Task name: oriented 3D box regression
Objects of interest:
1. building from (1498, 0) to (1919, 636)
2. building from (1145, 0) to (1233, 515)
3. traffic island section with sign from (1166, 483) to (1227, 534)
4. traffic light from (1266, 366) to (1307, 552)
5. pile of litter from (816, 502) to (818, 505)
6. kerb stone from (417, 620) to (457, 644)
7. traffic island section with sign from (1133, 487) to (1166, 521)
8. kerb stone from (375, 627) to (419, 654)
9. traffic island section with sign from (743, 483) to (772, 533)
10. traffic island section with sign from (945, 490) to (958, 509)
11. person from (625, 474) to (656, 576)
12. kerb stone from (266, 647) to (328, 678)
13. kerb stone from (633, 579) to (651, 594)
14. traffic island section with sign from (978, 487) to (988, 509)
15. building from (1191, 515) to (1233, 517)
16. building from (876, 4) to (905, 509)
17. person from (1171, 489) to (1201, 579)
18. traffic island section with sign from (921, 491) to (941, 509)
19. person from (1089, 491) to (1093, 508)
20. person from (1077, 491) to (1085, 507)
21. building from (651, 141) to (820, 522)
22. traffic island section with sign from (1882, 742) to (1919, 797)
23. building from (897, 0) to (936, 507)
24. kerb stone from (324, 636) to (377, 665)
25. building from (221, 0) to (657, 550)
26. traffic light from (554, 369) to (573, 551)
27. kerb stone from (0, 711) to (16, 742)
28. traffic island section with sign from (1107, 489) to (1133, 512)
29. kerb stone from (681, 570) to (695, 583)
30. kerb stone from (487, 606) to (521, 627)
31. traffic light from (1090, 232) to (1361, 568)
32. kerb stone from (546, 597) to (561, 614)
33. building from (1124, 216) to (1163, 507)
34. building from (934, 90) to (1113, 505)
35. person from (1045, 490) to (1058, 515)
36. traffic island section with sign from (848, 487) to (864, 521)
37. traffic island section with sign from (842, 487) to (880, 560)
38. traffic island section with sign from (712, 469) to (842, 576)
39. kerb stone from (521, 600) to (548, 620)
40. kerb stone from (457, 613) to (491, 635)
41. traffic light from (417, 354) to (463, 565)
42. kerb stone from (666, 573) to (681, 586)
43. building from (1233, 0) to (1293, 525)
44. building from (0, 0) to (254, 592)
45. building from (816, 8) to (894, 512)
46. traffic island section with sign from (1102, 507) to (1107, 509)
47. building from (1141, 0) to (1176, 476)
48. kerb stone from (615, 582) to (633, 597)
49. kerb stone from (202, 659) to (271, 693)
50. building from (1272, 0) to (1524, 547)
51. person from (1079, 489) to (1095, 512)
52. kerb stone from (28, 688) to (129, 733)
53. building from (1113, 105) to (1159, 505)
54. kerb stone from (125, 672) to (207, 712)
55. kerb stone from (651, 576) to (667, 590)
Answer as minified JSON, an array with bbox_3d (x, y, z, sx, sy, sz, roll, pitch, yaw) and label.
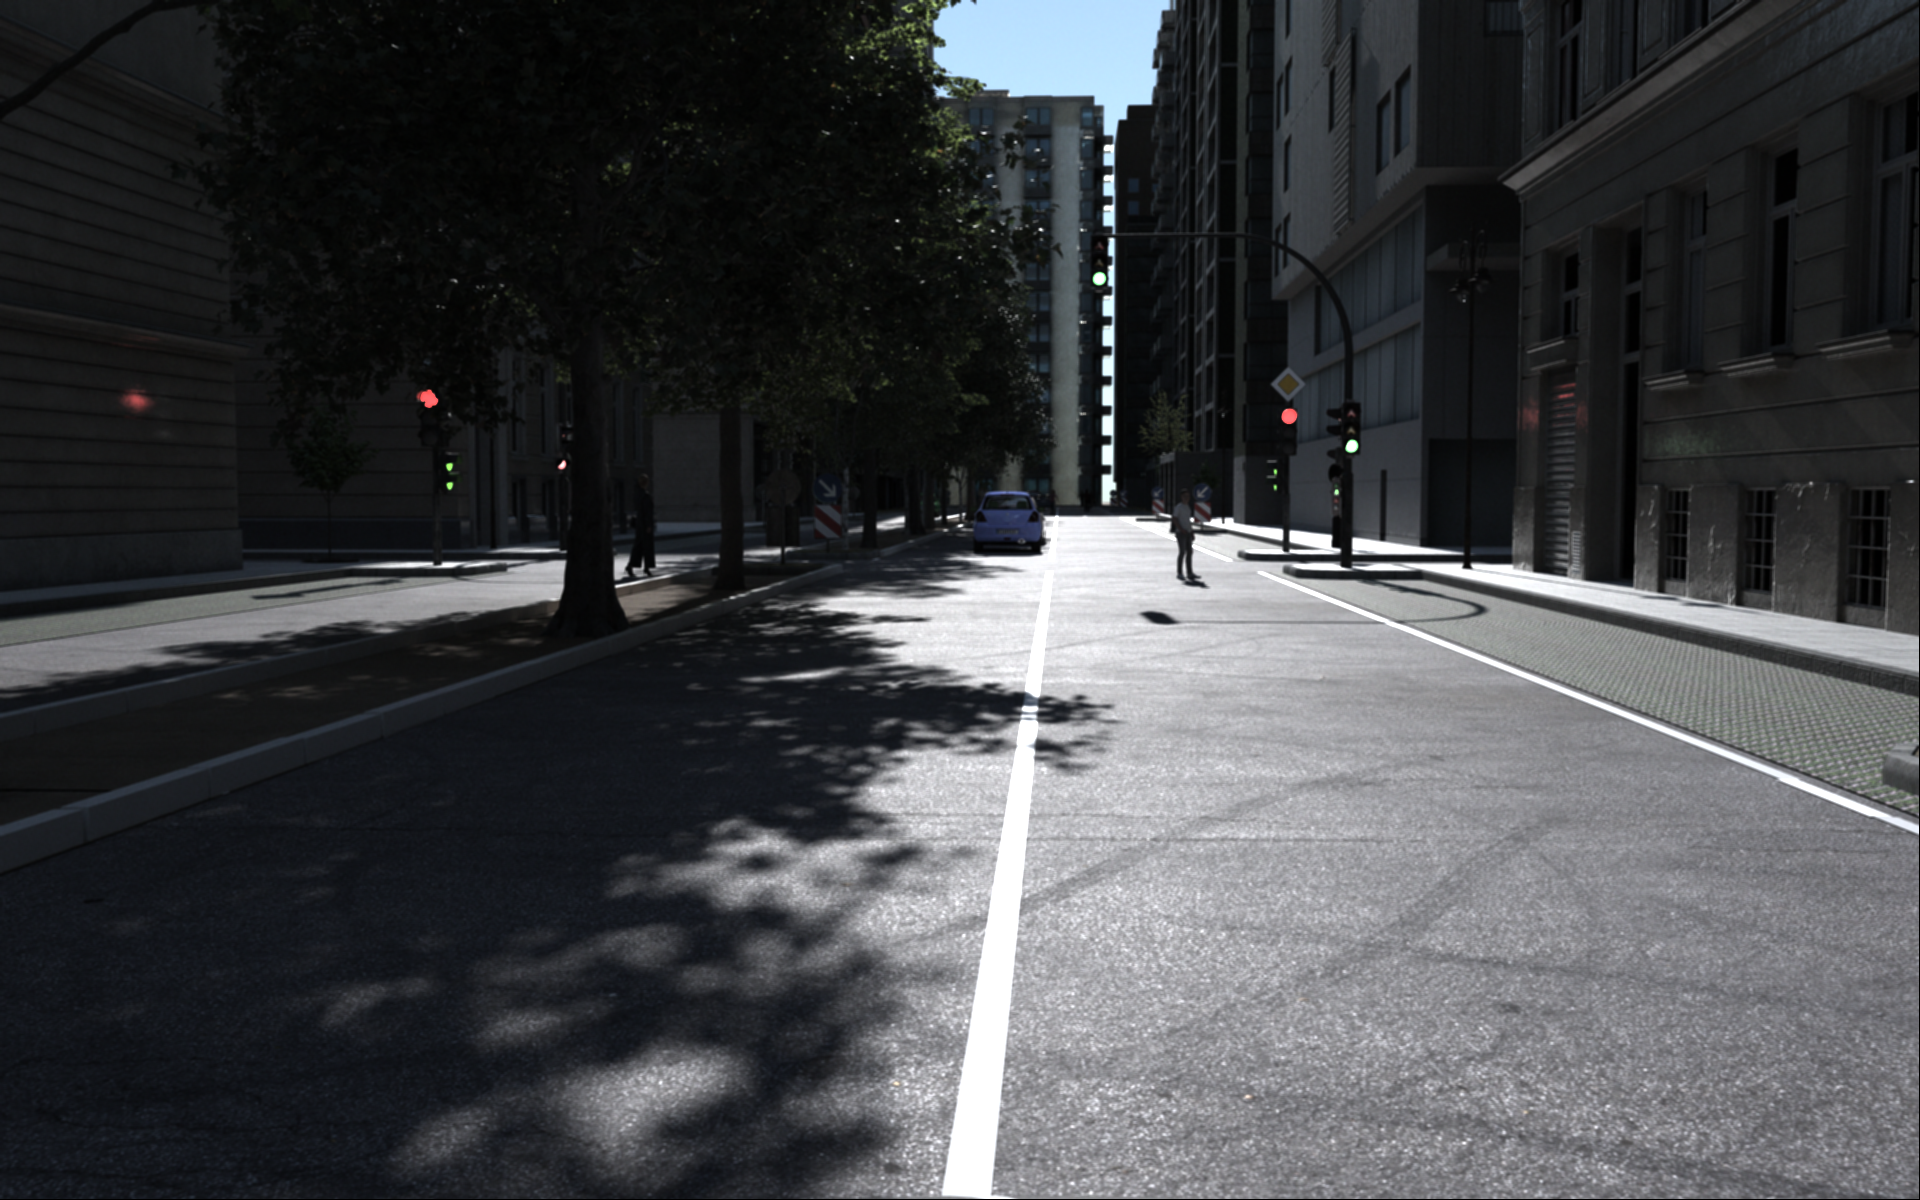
[{"bbox_3d":[15.892,-11.075,14.365,16.112,22.955,30.059,0,4,3],"label":"building"},{"bbox_3d":[25.095,-42.410,131.650,20.563,71.187,20.611,0,4,3],"label":"building"},{"bbox_3d":[8.691,-3.346,63.342,1.989,1.847,2.006,0,4,3],"label":"traffic island section with sign"},{"bbox_3d":[7.191,-3.013,38.177,0.839,4.253,0.868,0,4,3],"label":"traffic light"},{"bbox_3d":[-9.265,-5.863,109.817,1.719,0.858,1.176,1,4,14],"label":"pile of litter"},{"bbox_3d":[-5.169,0.323,16.916,0.120,0.150,1.000,0,4,3],"label":"kerb stone"},{"bbox_3d":[10.304,-5.066,91.463,1.989,1.847,2.006,0,4,3],"label":"traffic island section with sign"},{"bbox_3d":[-5.230,0.387,15.889,0.120,0.150,1.000,0,4,3],"label":"kerb stone"},{"bbox_3d":[-7.231,-3.372,63.768,1.989,1.847,2.006,0,4,3],"label":"traffic island section with sign"},{"bbox_3d":[-1.192,-9.789,168.679,1.989,1.847,2.006,0,4,3],"label":"traffic island section with sign"},{"bbox_3d":[-5.531,-1.299,30.156,0.576,1.772,0.534,2,4,28],"label":"person"},{"bbox_3d":[-5.348,0.514,13.849,0.120,0.150,1.000,0,4,3],"label":"kerb stone"},{"bbox_3d":[-4.692,-0.177,25.092,0.120,0.150,1.000,0,4,3],"label":"kerb stone"},{"bbox_3d":[1.462,-6.447,113.543,2.006,1.907,1.989,0,4,3],"label":"traffic island section with sign"},{"bbox_3d":[22.716,-40.529,100.906,20.563,71.187,20.611,0,4,3],"label":"building"},{"bbox_3d":[-12.345,-30.584,150.152,14.600,45.320,14.200,0,4,3],"label":"building"},{"bbox_3d":[3.810,-1.112,29.278,0.523,1.515,0.503,1,4,13],"label":"person"},{"bbox_3d":[-2.795,-8.084,140.797,1.989,1.847,2.006,0,4,3],"label":"traffic island section with sign"},{"bbox_3d":[12.952,-10.016,172.970,0.721,1.735,1.217,3,5,41],"label":"person"},{"bbox_3d":[13.584,-11.296,193.215,0.705,1.821,1.348,-2,4,-32],"label":"person"},{"bbox_3d":[-13.734,-13.975,79.399,10.553,20.767,40.483,0,4,3],"label":"building"},{"bbox_3d":[5.499,0.040,7.976,1.989,1.847,2.006,0,4,3],"label":"traffic island section with sign"},{"bbox_3d":[-13.578,-45.357,179.845,20.611,71.187,20.563,0,4,3],"label":"building"},{"bbox_3d":[-5.283,0.450,14.869,0.120,0.150,1.000,0,4,3],"label":"kerb stone"},{"bbox_3d":[-17.141,-16.095,49.059,13.634,28.700,20.117,0,4,3],"label":"building"},{"bbox_3d":[-6.851,-3.935,39.003,4.771,5.953,1.251,0,4,3],"label":"traffic light"},{"bbox_3d":[-5.573,0.760,9.762,0.120,0.150,1.000,0,4,3],"label":"kerb stone"},{"bbox_3d":[13.100,-8.038,140.047,1.989,1.847,2.006,0,4,3],"label":"traffic island section with sign"},{"bbox_3d":[-4.517,-0.365,28.157,0.120,0.150,1.000,0,4,3],"label":"kerb stone"},{"bbox_3d":[-5.049,0.198,18.962,0.120,0.150,1.000,0,4,3],"label":"kerb stone"},{"bbox_3d":[4.638,-3.395,30.184,4.771,5.953,1.251,0,4,3],"label":"traffic light"},{"bbox_3d":[-4.931,0.072,21.011,0.120,0.150,1.000,0,4,3],"label":"kerb stone"},{"bbox_3d":[24.186,-25.049,181.247,14.160,30.474,14.107,0,4,3],"label":"building"},{"bbox_3d":[2.915,-35.997,208.157,30.456,49.044,23.786,0,4,3],"label":"building"},{"bbox_3d":[6.202,-6.588,116.935,1.217,1.743,0.721,3,5,45],"label":"person"},{"bbox_3d":[-5.616,-5.100,92.017,1.989,1.847,2.006,0,4,3],"label":"traffic island section with sign"},{"bbox_3d":[-2.852,-1.859,38.528,2.006,1.907,1.989,0,4,3],"label":"traffic island section with sign"},{"bbox_3d":[-3.288,-1.407,31.133,2.006,1.907,1.989,0,4,3],"label":"traffic island section with sign"},{"bbox_3d":[-4.991,0.137,19.982,0.120,0.150,1.000,0,4,3],"label":"kerb stone"},{"bbox_3d":[-5.105,0.273,17.942,0.120,0.150,1.000,0,4,3],"label":"kerb stone"},{"bbox_3d":[-9.404,-2.581,31.116,0.839,4.253,0.868,0,4,3],"label":"traffic light"},{"bbox_3d":[-4.577,-0.302,27.136,0.120,0.150,1.000,0,4,3],"label":"kerb stone"},{"bbox_3d":[19.154,-18.673,76.999,14.160,30.474,14.107,0,4,3],"label":"building"},{"bbox_3d":[-29.364,-12.562,24.467,34.723,24.649,14.460,0,4,3],"label":"building"},{"bbox_3d":[-16.677,-28.996,128.708,22.147,44.769,28.867,0,4,3],"label":"building"},{"bbox_3d":[14.664,-9.689,167.047,1.989,1.847,2.006,0,4,3],"label":"traffic island section with sign"},{"bbox_3d":[28.974,-32.927,157.967,23.786,49.044,30.456,0,4,3],"label":"building"},{"bbox_3d":[-4.762,-0.115,24.072,0.120,0.150,1.000,0,4,3],"label":"kerb stone"},{"bbox_3d":[-5.412,0.575,12.829,0.120,0.150,1.000,0,4,3],"label":"kerb stone"},{"bbox_3d":[23.987,-28.218,50.611,27.495,52.752,28.713,0,4,3],"label":"building"},{"bbox_3d":[10.109,-7.919,137.935,1.348,1.831,0.705,2,4,26],"label":"person"},{"bbox_3d":[-5.517,0.698,10.787,0.120,0.150,1.000,0,4,3],"label":"kerb stone"},{"bbox_3d":[25.307,-33.782,202.449,14.200,45.320,14.600,0,4,3],"label":"building"},{"bbox_3d":[-5.460,0.635,11.808,0.120,0.150,1.000,0,4,3],"label":"kerb stone"},{"bbox_3d":[-4.637,-0.240,26.116,0.120,0.150,1.000,0,4,3],"label":"kerb stone"}]
